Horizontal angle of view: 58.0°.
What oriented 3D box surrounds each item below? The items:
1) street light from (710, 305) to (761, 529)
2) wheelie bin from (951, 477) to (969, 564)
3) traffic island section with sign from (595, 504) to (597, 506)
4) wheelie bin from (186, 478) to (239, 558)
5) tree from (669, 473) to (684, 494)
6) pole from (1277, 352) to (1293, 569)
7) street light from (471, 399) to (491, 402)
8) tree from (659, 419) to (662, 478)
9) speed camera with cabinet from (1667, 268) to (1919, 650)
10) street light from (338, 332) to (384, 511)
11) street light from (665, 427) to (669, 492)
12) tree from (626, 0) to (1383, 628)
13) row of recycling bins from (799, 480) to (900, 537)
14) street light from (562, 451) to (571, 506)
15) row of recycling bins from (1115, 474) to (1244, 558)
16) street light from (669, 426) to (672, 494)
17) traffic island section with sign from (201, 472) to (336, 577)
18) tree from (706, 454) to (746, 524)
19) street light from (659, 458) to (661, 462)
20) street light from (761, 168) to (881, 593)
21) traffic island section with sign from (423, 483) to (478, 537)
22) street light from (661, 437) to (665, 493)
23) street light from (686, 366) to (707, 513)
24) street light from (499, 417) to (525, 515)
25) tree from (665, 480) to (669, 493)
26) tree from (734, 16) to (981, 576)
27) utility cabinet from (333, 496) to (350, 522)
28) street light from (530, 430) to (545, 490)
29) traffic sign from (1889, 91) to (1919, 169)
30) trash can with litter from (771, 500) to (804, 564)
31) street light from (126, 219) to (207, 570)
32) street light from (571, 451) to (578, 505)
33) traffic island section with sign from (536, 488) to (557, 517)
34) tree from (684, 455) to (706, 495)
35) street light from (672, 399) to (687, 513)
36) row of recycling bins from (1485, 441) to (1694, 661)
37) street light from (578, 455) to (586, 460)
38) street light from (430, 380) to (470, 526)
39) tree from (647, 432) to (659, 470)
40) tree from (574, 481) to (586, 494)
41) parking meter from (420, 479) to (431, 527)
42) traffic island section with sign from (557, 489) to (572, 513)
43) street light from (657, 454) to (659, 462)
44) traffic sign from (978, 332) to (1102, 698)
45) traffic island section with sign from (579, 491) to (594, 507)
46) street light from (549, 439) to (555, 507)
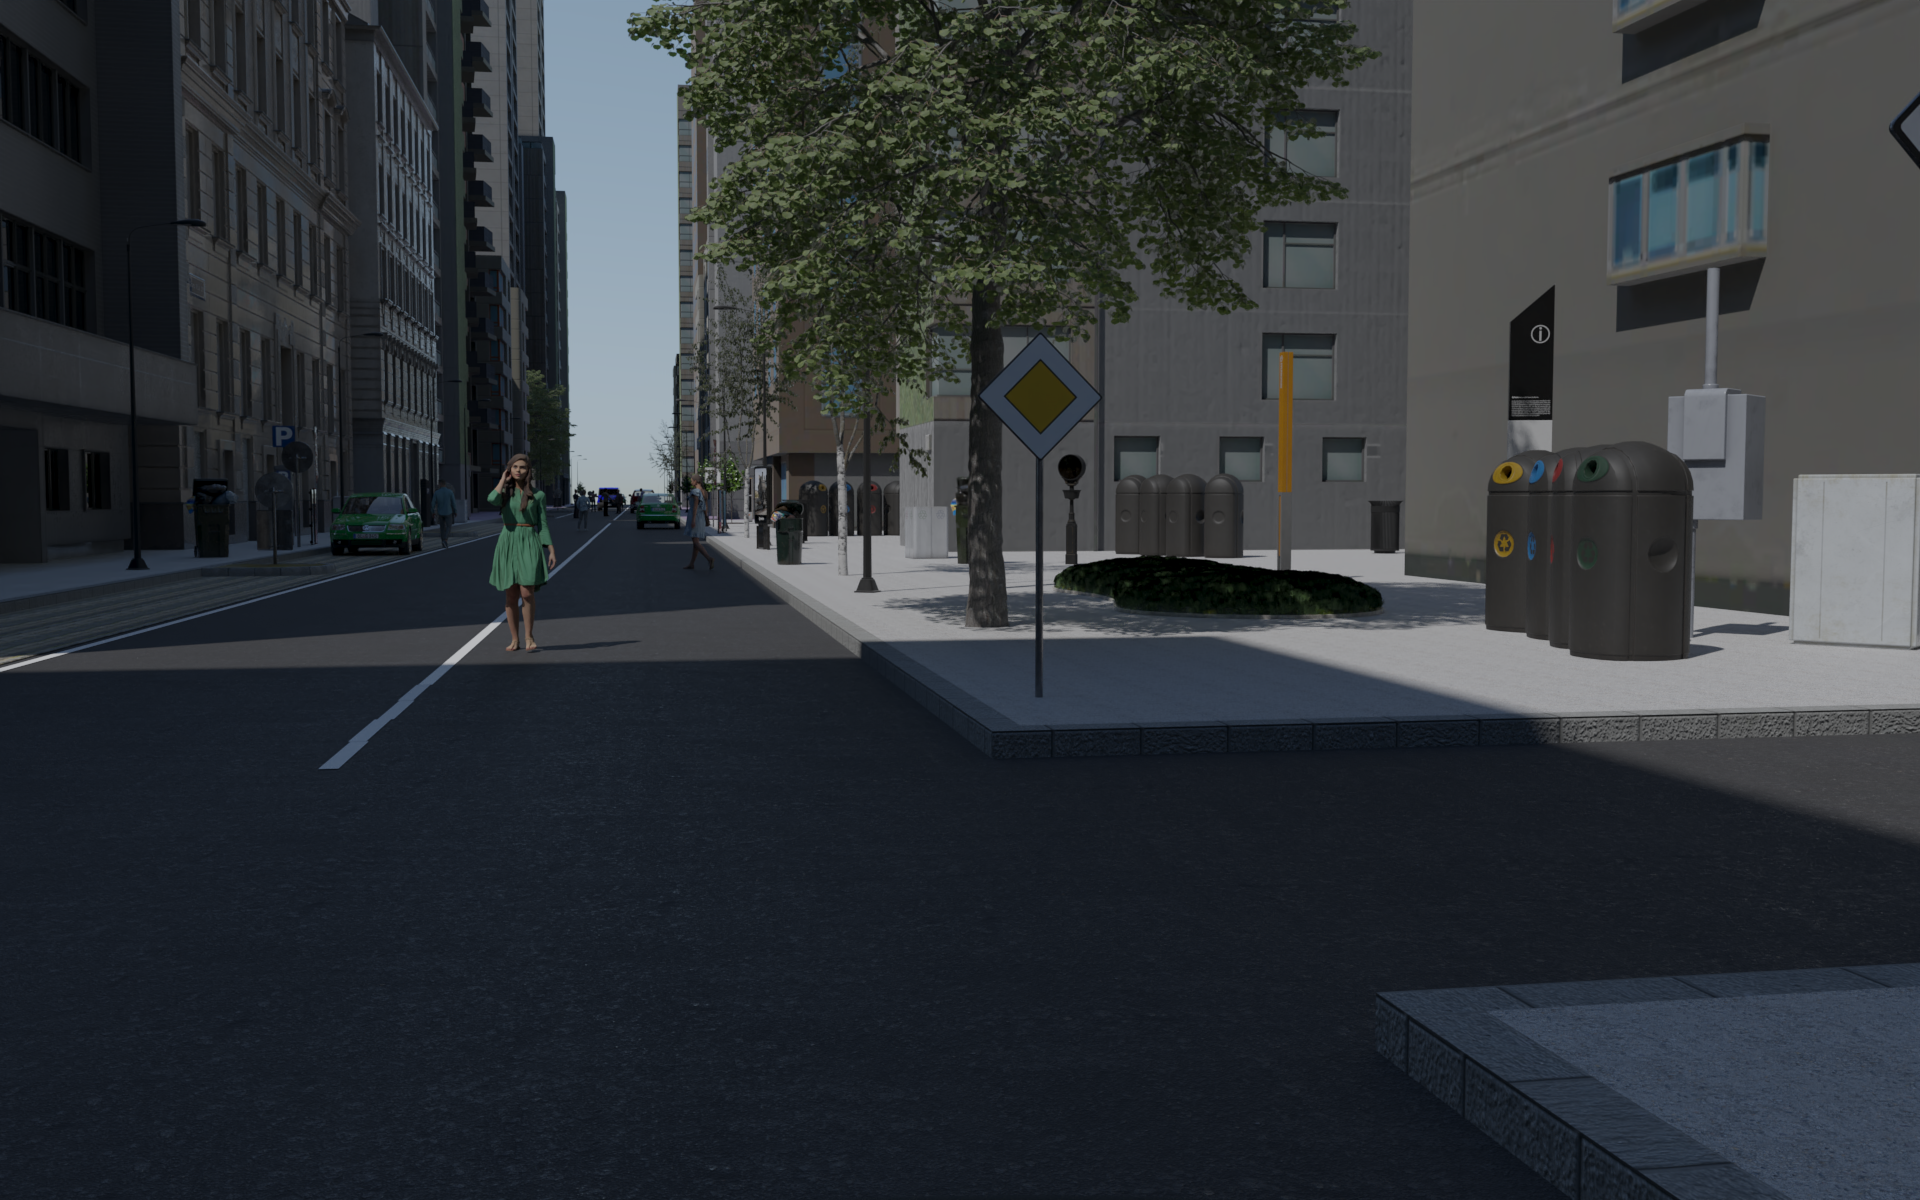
[{"bbox_3d":[-5.365,-4.294,42.750,1.470,5.913,1.316,-1,4,-10],"label":"street light"},{"bbox_3d":[0.286,-1.468,31.902,0.980,1.594,0.693,1,4,10],"label":"wheelie bin"},{"bbox_3d":[-45.823,-12.617,214.908,1.989,1.847,2.006,-1,4,-10],"label":"traffic island section with sign"},{"bbox_3d":[-15.130,-1.663,35.095,0.980,1.594,0.693,-2,4,-30],"label":"wheelie bin"},{"bbox_3d":[-21.742,-8.732,137.377,1.663,3.219,1.824,0,3,0],"label":"tree"},{"bbox_3d":[4.688,-1.904,24.975,0.158,3.312,0.155,0,3,0],"label":"pole"},{"bbox_3d":[-23.610,-6.857,84.646,1.470,5.913,1.316,-1,4,-10],"label":"street light"},{"bbox_3d":[-6.223,-6.127,50.540,4.360,8.622,3.978,0,3,0],"label":"tree"},{"bbox_3d":[7.241,-1.261,14.958,2.038,3.252,0.660,3,5,41],"label":"speed camera with cabinet"},{"bbox_3d":[-17.215,-4.722,49.742,1.470,5.913,1.316,-1,4,-10],"label":"street light"},{"bbox_3d":[-19.328,-8.964,119.105,1.470,5.913,1.316,-1,4,-10],"label":"street light"},{"bbox_3d":[0.554,-5.995,16.143,7.486,12.596,7.792,0,3,0],"label":"tree"},{"bbox_3d":[-3.219,-2.811,53.074,3.534,1.692,1.069,-1,4,-22],"label":"row of recycling bins"},{"bbox_3d":[-38.356,-11.831,165.976,1.470,5.913,1.316,-1,4,-10],"label":"street light"},{"bbox_3d":[4.497,-1.761,35.904,1.069,1.692,3.534,-2,4,-35],"label":"row of recycling bins"},{"bbox_3d":[-15.685,-7.716,98.703,1.470,5.913,1.316,-1,4,-10],"label":"street light"},{"bbox_3d":[-12.284,-1.364,30.924,1.989,1.847,2.006,-1,4,-10],"label":"traffic island section with sign"},{"bbox_3d":[-9.991,-4.899,74.704,1.663,3.219,1.824,0,3,0],"label":"tree"},{"bbox_3d":[-26.765,-11.458,159.883,1.470,5.913,1.316,-1,4,-10],"label":"street light"},{"bbox_3d":[-1.742,-3.046,22.344,1.470,5.913,1.316,-1,4,-10],"label":"street light"},{"bbox_3d":[-17.170,-3.008,57.803,1.989,1.847,2.006,-1,4,-10],"label":"traffic island section with sign"},{"bbox_3d":[-23.108,-10.211,139.483,1.470,5.913,1.316,-1,4,-10],"label":"street light"},{"bbox_3d":[-9.125,-5.541,63.131,1.470,5.913,1.316,-1,4,-10],"label":"street light"},{"bbox_3d":[-27.302,-8.104,105.040,1.470,5.913,1.316,-1,4,-10],"label":"street light"},{"bbox_3d":[-31.987,-12.055,191.705,1.663,3.219,1.824,0,3,0],"label":"tree"},{"bbox_3d":[-1.658,-4.678,26.852,4.360,8.622,3.978,0,3,0],"label":"tree"},{"bbox_3d":[-18.696,-2.569,53.172,1.020,1.237,0.306,0,4,1],"label":"utility cabinet"},{"bbox_3d":[-30.975,-9.351,125.437,1.470,5.913,1.316,-1,4,-10],"label":"street light"},{"bbox_3d":[1.929,0.038,3.016,0.795,2.450,0.064,-1,4,-10],"label":"traffic sign"},{"bbox_3d":[-3.199,-1.242,31.687,0.624,1.170,1.055,-1,4,-12],"label":"trash can with litter"},{"bbox_3d":[-13.423,-3.472,29.312,1.470,5.913,1.316,-1,4,-10],"label":"street light"},{"bbox_3d":[-42.165,-13.084,186.457,1.470,5.913,1.316,-1,4,-10],"label":"street light"},{"bbox_3d":[-26.297,-6.065,107.792,1.989,1.847,2.006,-1,4,-10],"label":"traffic island section with sign"},{"bbox_3d":[-12.780,-5.623,86.534,1.663,3.219,1.824,0,3,0],"label":"tree"},{"bbox_3d":[-13.164,-6.862,84.736,1.470,5.913,1.316,-1,4,-10],"label":"street light"},{"bbox_3d":[5.386,-0.480,14.959,1.069,1.692,3.534,0,4,3],"label":"row of recycling bins"},{"bbox_3d":[-45.854,-14.337,206.952,1.470,5.913,1.316,-1,4,-10],"label":"street light"},{"bbox_3d":[-20.873,-5.978,70.277,1.470,5.913,1.316,-1,4,-10],"label":"street light"},{"bbox_3d":[-27.823,-13.265,167.245,4.360,8.622,3.978,0,3,0],"label":"tree"},{"bbox_3d":[-52.704,-15.000,239.844,1.663,3.219,1.824,0,3,0],"label":"tree"},{"bbox_3d":[-20.710,-3.754,67.091,0.255,1.863,0.399,0,4,7],"label":"parking meter"},{"bbox_3d":[-31.128,-7.687,134.312,1.989,1.847,2.006,-1,4,-10],"label":"traffic island section with sign"},{"bbox_3d":[-30.586,-12.713,180.397,1.470,5.913,1.316,-1,4,-10],"label":"street light"},{"bbox_3d":[0.496,-0.442,10.872,0.795,2.450,0.064,-1,4,-10],"label":"traffic sign"},{"bbox_3d":[-40.946,-10.978,188.116,1.989,1.847,2.006,-1,4,-10],"label":"traffic island section with sign"},{"bbox_3d":[-34.757,-10.598,145.814,1.470,5.913,1.316,-1,4,-10],"label":"street light"}]
